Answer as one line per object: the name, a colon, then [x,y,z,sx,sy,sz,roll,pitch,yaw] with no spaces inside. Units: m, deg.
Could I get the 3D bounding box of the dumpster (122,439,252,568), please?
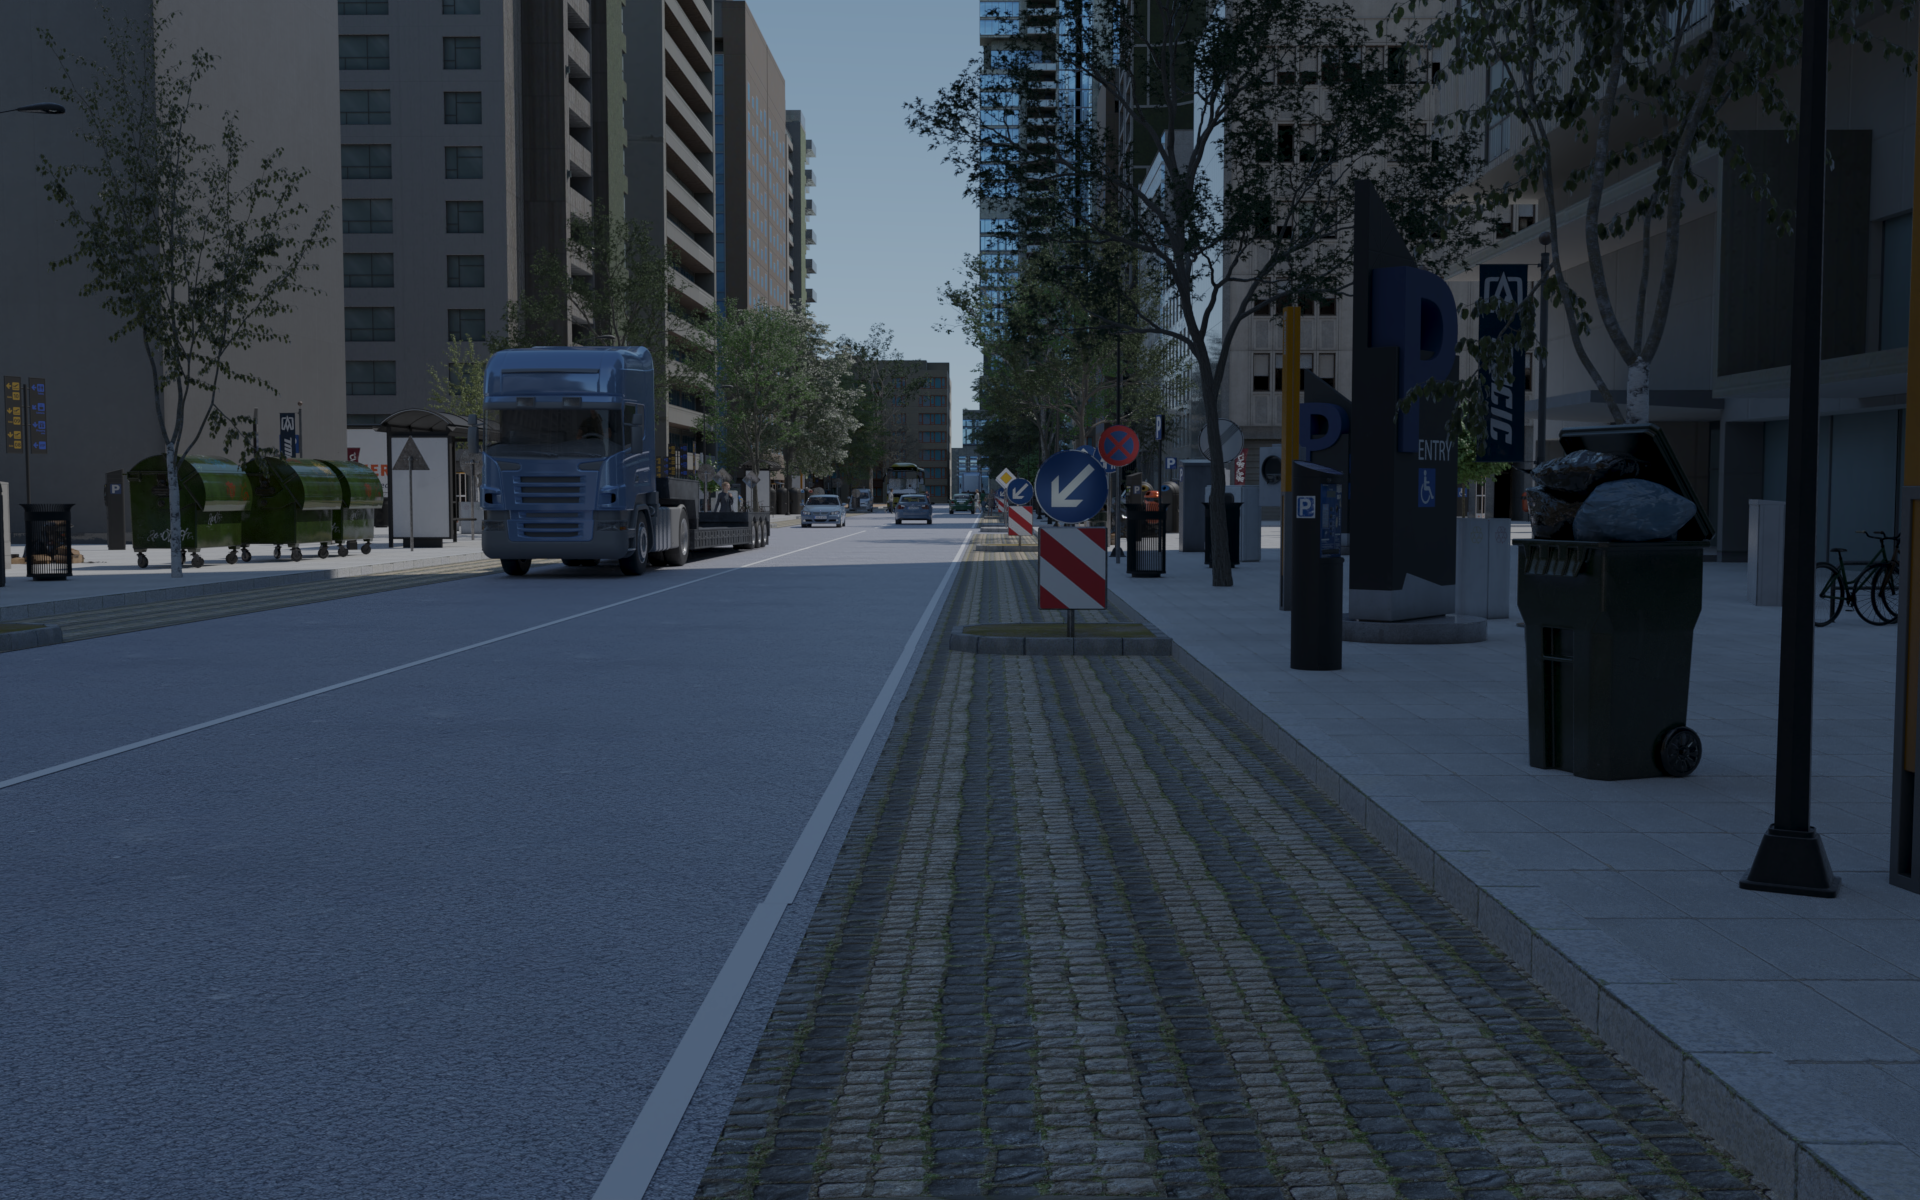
dumpster: [-13.676,-1.724,30.679,1.502,2.255,1.985,0,4,1]

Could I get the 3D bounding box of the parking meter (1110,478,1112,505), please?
parking meter: [5.209,-3.425,61.710,0.399,1.863,0.255,0,4,5]

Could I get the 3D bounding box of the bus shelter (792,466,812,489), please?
bus shelter: [-11.839,-8.149,127.157,2.014,3.302,5.546,0,4,1]

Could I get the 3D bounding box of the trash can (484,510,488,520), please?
trash can: [-13.105,-2.271,48.784,0.748,1.137,0.748,0,3,0]

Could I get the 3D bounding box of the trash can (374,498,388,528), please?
trash can: [-22.115,-3.333,66.152,0.748,1.137,0.748,0,3,0]

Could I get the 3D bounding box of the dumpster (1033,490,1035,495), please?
dumpster: [6.086,-8.565,145.798,1.264,1.857,1.865,0,4,1]

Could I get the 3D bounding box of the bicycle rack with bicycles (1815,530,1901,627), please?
bicycle rack with bicycles: [9.474,-0.195,16.569,2.925,0.926,2.852,0,4,-3]

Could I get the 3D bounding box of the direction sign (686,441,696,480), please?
direction sign: [-11.384,-5.030,74.241,0.379,3.537,0.876,0,4,-3]

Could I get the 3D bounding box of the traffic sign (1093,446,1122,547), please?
traffic sign: [3.600,-2.555,41.878,0.768,2.556,0.104,1,4,11]

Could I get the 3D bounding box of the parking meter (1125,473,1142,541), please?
parking meter: [4.708,-2.521,46.934,0.399,1.863,0.255,-2,4,-29]

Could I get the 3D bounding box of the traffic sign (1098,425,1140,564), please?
traffic sign: [2.922,-1.946,31.928,0.768,2.556,0.104,0,4,5]

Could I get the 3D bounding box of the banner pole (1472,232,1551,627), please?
banner pole: [5.354,-1.628,16.629,0.863,3.779,0.401,0,4,0]

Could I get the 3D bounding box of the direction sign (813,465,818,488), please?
direction sign: [-10.435,-8.141,125.099,0.379,3.537,0.876,-2,4,-31]

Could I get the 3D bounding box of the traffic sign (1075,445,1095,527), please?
traffic sign: [3.273,-2.751,45.092,0.768,2.556,0.104,0,4,6]

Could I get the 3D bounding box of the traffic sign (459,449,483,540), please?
traffic sign: [-13.519,-2.929,47.995,0.768,2.556,0.104,1,4,10]

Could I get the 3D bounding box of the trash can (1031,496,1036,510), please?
trash can: [6.127,-7.952,141.669,0.748,1.137,0.748,0,3,0]

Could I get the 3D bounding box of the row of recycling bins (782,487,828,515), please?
row of recycling bins: [-10.765,-6.822,118.645,1.069,1.692,3.534,2,4,34]

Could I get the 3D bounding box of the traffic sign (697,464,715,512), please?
traffic sign: [-10.745,-4.477,73.309,0.768,2.556,0.104,0,4,6]

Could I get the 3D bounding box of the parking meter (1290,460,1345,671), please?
parking meter: [2.620,-0.262,12.699,0.372,1.533,0.369,0,3,0]

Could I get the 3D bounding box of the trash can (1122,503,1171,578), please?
trash can: [2.873,-0.920,26.688,0.748,1.137,0.748,0,3,0]

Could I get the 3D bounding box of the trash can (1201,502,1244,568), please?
trash can: [4.558,-1.128,30.096,0.748,1.137,0.748,0,3,0]

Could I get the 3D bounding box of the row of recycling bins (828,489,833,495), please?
row of recycling bins: [-11.432,-8.463,145.486,1.069,1.692,3.534,1,4,10]

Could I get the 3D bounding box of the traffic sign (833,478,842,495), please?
traffic sign: [-9.832,-8.508,139.217,0.768,2.556,0.104,0,4,2]

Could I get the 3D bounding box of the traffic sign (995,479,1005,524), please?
traffic sign: [1.892,-4.286,73.724,0.795,2.450,0.064,0,4,1]

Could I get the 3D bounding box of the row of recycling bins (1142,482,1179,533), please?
row of recycling bins: [7.225,-3.053,57.029,3.534,1.692,1.069,2,4,33]

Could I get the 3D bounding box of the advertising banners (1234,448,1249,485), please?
advertising banners: [9.927,-4.266,65.944,2.074,3.025,0.090,0,4,4]

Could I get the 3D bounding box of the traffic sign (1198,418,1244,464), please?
traffic sign: [4.390,-1.780,29.213,0.768,2.556,0.104,0,4,3]

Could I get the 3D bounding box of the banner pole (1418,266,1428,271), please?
banner pole: [4.941,-1.790,19.289,0.401,3.779,0.863,-2,4,-33]

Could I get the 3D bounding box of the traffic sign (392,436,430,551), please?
traffic sign: [-12.256,-2.364,38.663,0.884,2.594,0.081,1,4,8]

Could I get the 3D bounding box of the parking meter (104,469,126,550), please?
parking meter: [-19.360,-2.077,39.665,0.399,1.863,0.255,-2,4,-34]

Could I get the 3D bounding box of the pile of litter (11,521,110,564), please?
pile of litter: [-16.800,-1.108,32.080,1.719,0.858,1.176,0,4,4]

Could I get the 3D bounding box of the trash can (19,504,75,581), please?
trash can: [-13.517,-0.858,25.686,0.748,1.137,0.748,0,3,0]

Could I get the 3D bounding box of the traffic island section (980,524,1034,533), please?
traffic island section: [1.775,-2.663,65.816,2.009,0.180,2.903,0,4,1]

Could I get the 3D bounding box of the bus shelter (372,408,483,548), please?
bus shelter: [-12.834,-3.046,43.732,2.014,3.302,5.546,0,4,1]

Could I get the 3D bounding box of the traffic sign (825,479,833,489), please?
traffic sign: [-11.308,-9.120,149.225,0.768,2.556,0.104,1,4,9]

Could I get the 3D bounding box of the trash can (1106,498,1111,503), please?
trash can: [4.808,-2.930,59.567,0.748,1.137,0.748,0,3,0]

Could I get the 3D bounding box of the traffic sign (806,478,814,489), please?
traffic sign: [-11.820,-8.312,136.006,0.768,2.556,0.104,0,4,1]

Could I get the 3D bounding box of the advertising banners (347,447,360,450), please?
advertising banners: [-23.516,-4.204,64.919,2.074,3.025,0.090,0,4,-7]

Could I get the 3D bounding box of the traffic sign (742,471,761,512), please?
traffic sign: [-8.900,-4.299,73.933,0.795,2.450,0.064,0,4,1]

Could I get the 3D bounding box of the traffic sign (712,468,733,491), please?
traffic sign: [-9.041,-3.811,65.949,0.795,2.450,0.064,0,4,1]

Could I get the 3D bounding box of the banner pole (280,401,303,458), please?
banner pole: [-18.014,-3.476,46.847,0.863,3.779,0.401,1,4,13]

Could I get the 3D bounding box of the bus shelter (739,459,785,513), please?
bus shelter: [-11.670,-6.631,102.334,2.014,3.302,5.546,0,4,1]

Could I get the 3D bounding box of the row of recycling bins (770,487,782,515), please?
row of recycling bins: [-12.867,-6.409,111.906,1.069,1.692,3.534,1,4,17]

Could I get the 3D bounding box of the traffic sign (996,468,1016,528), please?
traffic sign: [1.751,-3.798,65.740,0.795,2.450,0.064,0,4,1]

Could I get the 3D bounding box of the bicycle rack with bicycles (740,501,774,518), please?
bicycle rack with bicycles: [-11.441,-4.959,94.454,2.852,0.926,2.925,-2,4,-34]

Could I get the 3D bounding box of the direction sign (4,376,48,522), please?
direction sign: [-18.065,-2.542,33.555,0.379,3.537,0.876,2,4,23]

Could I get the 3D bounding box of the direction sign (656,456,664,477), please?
direction sign: [-17.823,-6.833,103.720,0.876,3.537,0.379,-3,5,-44]

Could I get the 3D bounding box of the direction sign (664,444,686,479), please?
direction sign: [-12.667,-5.248,77.797,0.876,3.537,0.379,0,4,5]

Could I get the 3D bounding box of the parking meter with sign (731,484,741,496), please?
parking meter with sign: [-16.637,-8.081,128.392,1.738,3.016,0.543,-1,4,-20]

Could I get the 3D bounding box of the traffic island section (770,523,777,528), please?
traffic island section: [-8.924,-3.163,73.995,2.009,0.180,2.903,0,4,1]

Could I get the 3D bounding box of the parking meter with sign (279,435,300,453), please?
parking meter with sign: [-19.520,-3.283,49.933,0.543,3.016,1.738,0,4,-7]

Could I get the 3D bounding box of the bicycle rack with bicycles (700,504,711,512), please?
bicycle rack with bicycles: [-16.077,-6.461,119.024,2.925,0.926,2.852,2,4,26]

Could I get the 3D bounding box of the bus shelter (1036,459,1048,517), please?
bus shelter: [5.190,-6.079,93.310,2.014,3.302,5.546,0,4,1]
